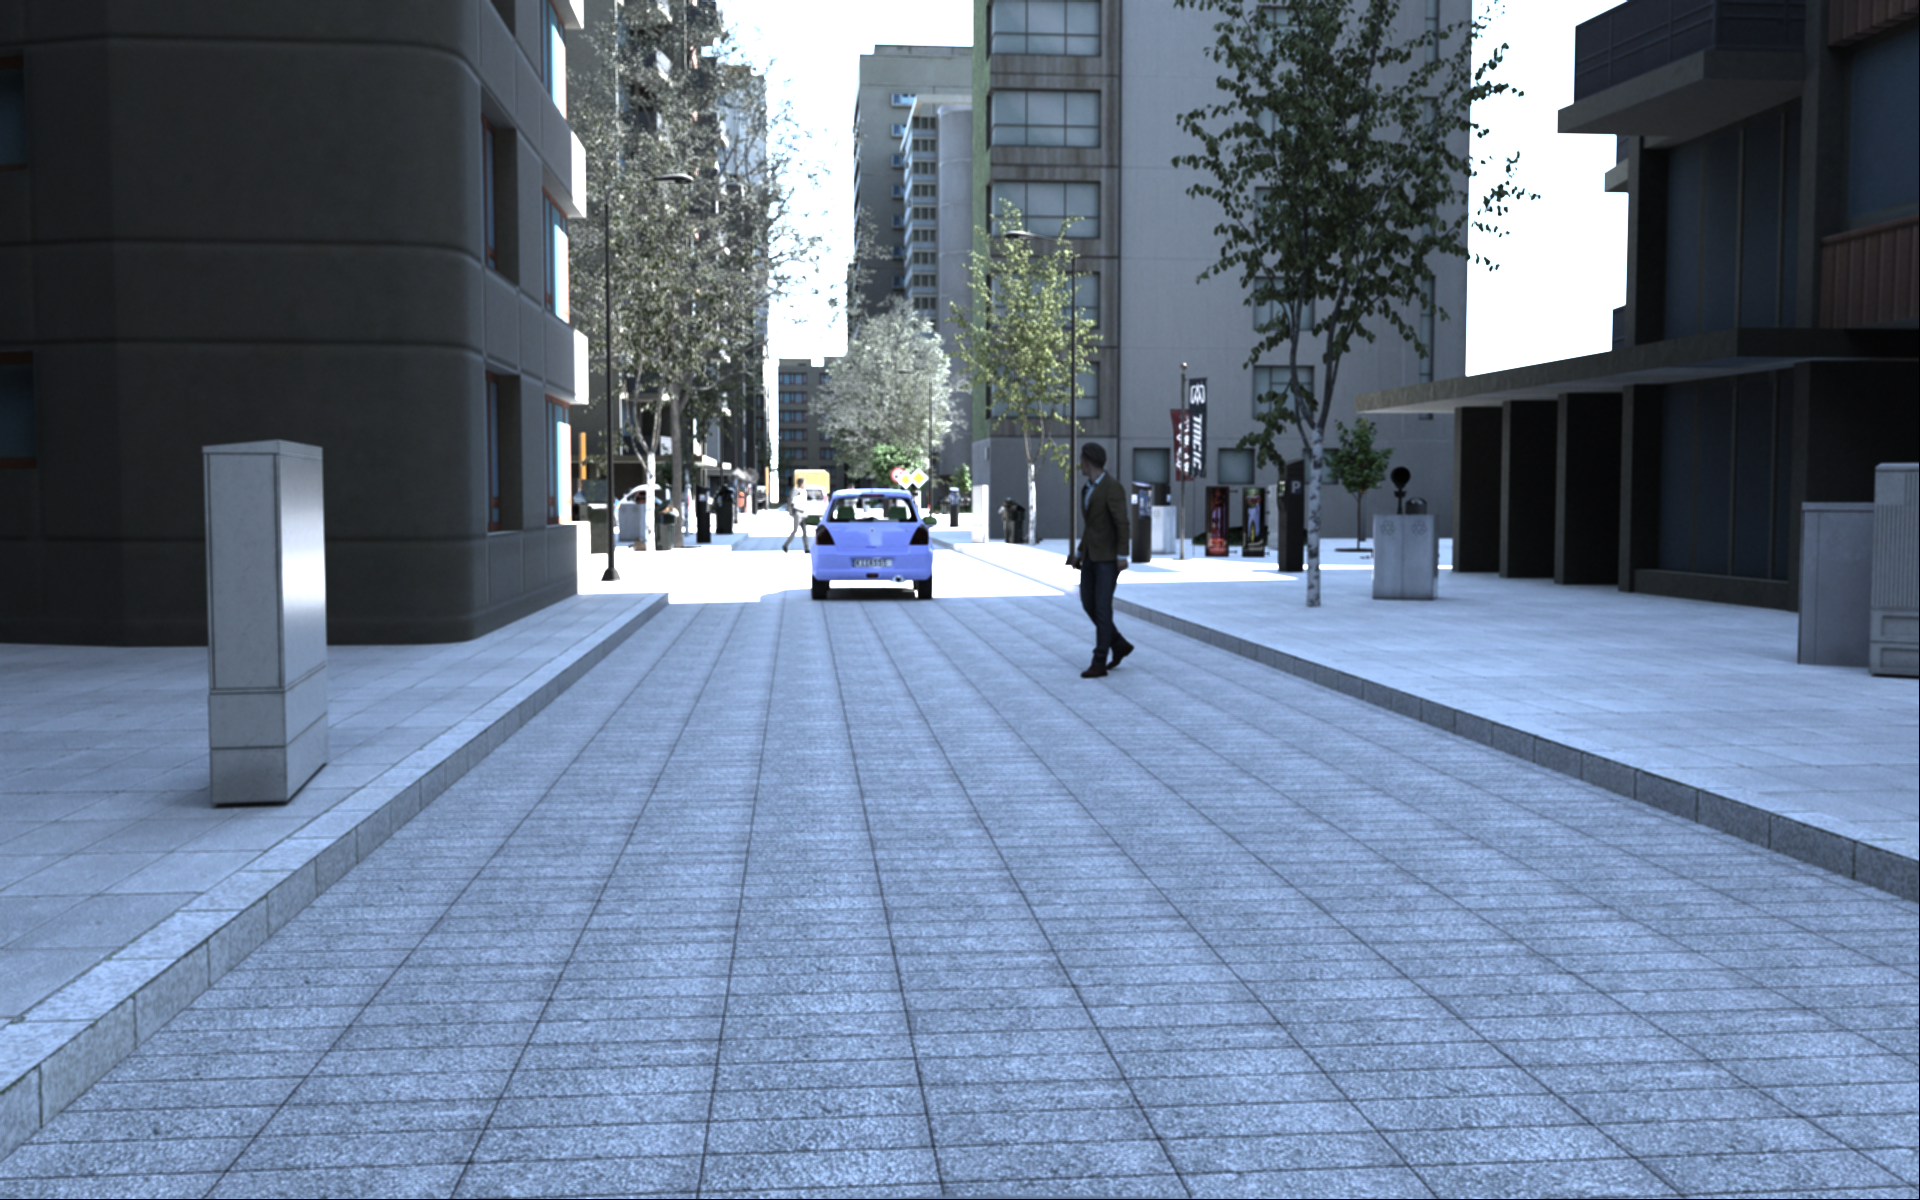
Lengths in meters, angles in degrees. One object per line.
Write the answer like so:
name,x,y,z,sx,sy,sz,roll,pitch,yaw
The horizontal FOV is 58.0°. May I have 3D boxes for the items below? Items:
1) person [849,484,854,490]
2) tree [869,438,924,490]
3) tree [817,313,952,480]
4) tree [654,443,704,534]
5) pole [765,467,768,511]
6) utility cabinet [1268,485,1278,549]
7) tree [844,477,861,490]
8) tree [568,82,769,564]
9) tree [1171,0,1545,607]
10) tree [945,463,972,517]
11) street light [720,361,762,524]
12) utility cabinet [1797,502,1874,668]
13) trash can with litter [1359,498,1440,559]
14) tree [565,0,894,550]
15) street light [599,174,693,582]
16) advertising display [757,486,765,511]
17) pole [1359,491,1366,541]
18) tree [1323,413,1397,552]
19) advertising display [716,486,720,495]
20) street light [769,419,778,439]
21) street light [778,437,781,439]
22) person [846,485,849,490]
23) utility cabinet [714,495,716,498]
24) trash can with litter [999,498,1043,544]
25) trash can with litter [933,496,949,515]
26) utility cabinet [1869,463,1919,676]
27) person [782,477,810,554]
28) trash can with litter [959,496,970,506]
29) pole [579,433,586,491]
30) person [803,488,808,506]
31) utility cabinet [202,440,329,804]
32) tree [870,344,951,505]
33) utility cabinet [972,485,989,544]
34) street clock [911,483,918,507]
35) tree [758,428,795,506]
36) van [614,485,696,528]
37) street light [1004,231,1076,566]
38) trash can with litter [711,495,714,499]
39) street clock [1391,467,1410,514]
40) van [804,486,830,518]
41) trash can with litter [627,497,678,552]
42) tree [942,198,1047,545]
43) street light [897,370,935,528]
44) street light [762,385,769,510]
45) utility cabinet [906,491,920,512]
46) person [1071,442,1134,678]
person,-3.945,-3.304,62.695,0.511,1.800,0.466,-2,4,-28
tree,-3.478,-6.885,96.278,4.285,4.588,4.351,0,3,0
tree,-5.123,-13.037,119.811,9.857,13.997,8.962,0,3,0
tree,-9.200,-3.766,56.182,1.663,3.219,1.824,0,3,0
pole,-14.705,-8.432,131.703,0.158,3.312,0.155,0,3,0
utility cabinet,7.391,-1.900,39.740,0.318,1.500,1.173,-1,4,-9
tree,-10.625,-10.734,170.094,1.663,3.219,1.824,0,3,0
tree,-5.652,-4.986,31.883,4.360,8.622,3.978,0,3,0
tree,4.223,-4.241,19.697,4.737,8.622,4.395,0,3,0
tree,0.243,-6.339,98.242,1.663,3.219,1.824,0,3,0
street light,-7.717,-5.348,59.978,1.470,5.913,1.316,0,4,-5
utility cabinet,6.818,-0.104,12.865,1.020,1.237,0.306,2,4,34
trash can with litter,8.868,-1.471,35.114,2.233,1.210,1.678,-2,4,-28
tree,-6.579,-7.934,40.091,12.009,13.543,11.850,0,3,0
street light,-4.577,-3.226,25.283,1.470,5.913,1.316,0,4,-5
advertising display,-15.577,-7.929,134.854,0.974,1.923,0.123,-2,4,-32
pole,10.893,-3.242,46.847,0.158,3.312,0.155,0,3,0
tree,8.986,-2.693,38.632,1.663,3.219,1.824,0,3,0
advertising display,-20.091,-8.573,145.375,0.974,1.923,0.123,3,4,36
street light,-12.186,-8.243,107.317,1.470,5.913,1.316,0,4,-5
street light,-15.360,-10.366,142.027,1.470,5.913,1.316,0,4,-5
person,-4.730,-3.946,73.039,0.654,1.822,0.581,-2,4,-27
utility cabinet,-20.285,-8.282,146.579,1.020,1.237,0.306,1,4,15
trash can with litter,1.576,-2.042,44.766,1.055,1.170,0.624,-2,4,-27
trash can with litter,-1.103,-5.681,104.269,1.055,1.170,0.624,-1,4,-12
utility cabinet,6.946,-0.198,11.908,1.173,1.500,0.318,2,4,34
person,-3.878,-2.007,41.418,0.850,1.850,0.679,2,4,24
trash can with litter,0.192,-7.392,132.239,1.055,1.170,0.624,-1,4,-14
pole,-12.551,-3.901,57.626,0.158,3.312,0.155,0,3,0
person,-7.420,-4.498,81.411,0.474,1.900,0.648,1,4,10
utility cabinet,-3.038,0.066,7.603,0.318,1.500,1.173,-1,4,-12
tree,-2.246,-8.183,84.147,4.360,8.622,3.978,0,3,0
utility cabinet,0.515,-2.203,44.705,0.318,1.500,1.173,1,4,8
street clock,-2.091,-4.646,80.531,0.358,2.002,0.471,-2,4,-23
tree,-20.667,-14.829,192.819,4.737,8.622,4.395,0,3,0
van,-12.753,-3.841,69.809,4.112,2.044,2.013,0,4,-4
street light,1.479,-3.566,30.850,1.470,5.913,1.316,0,4,-5
trash can with litter,-20.701,-8.027,142.633,1.055,1.170,0.624,1,4,19
street clock,11.795,-2.560,46.420,0.471,2.002,0.358,0,4,-3
van,-7.670,-5.072,89.935,2.013,2.044,4.112,0,4,-4
trash can with litter,-6.861,-1.669,38.679,1.055,1.170,0.624,-2,4,-25
tree,1.728,-5.662,42.944,4.737,8.622,4.395,0,3,0
street light,-1.641,-5.654,64.984,1.470,5.913,1.316,0,4,-5
street light,-8.957,-6.160,73.257,1.470,5.913,1.316,0,4,-5
utility cabinet,-3.389,-6.996,123.063,1.173,1.500,0.318,2,4,35
person,1.123,-0.331,13.818,0.656,1.842,0.836,2,4,34
